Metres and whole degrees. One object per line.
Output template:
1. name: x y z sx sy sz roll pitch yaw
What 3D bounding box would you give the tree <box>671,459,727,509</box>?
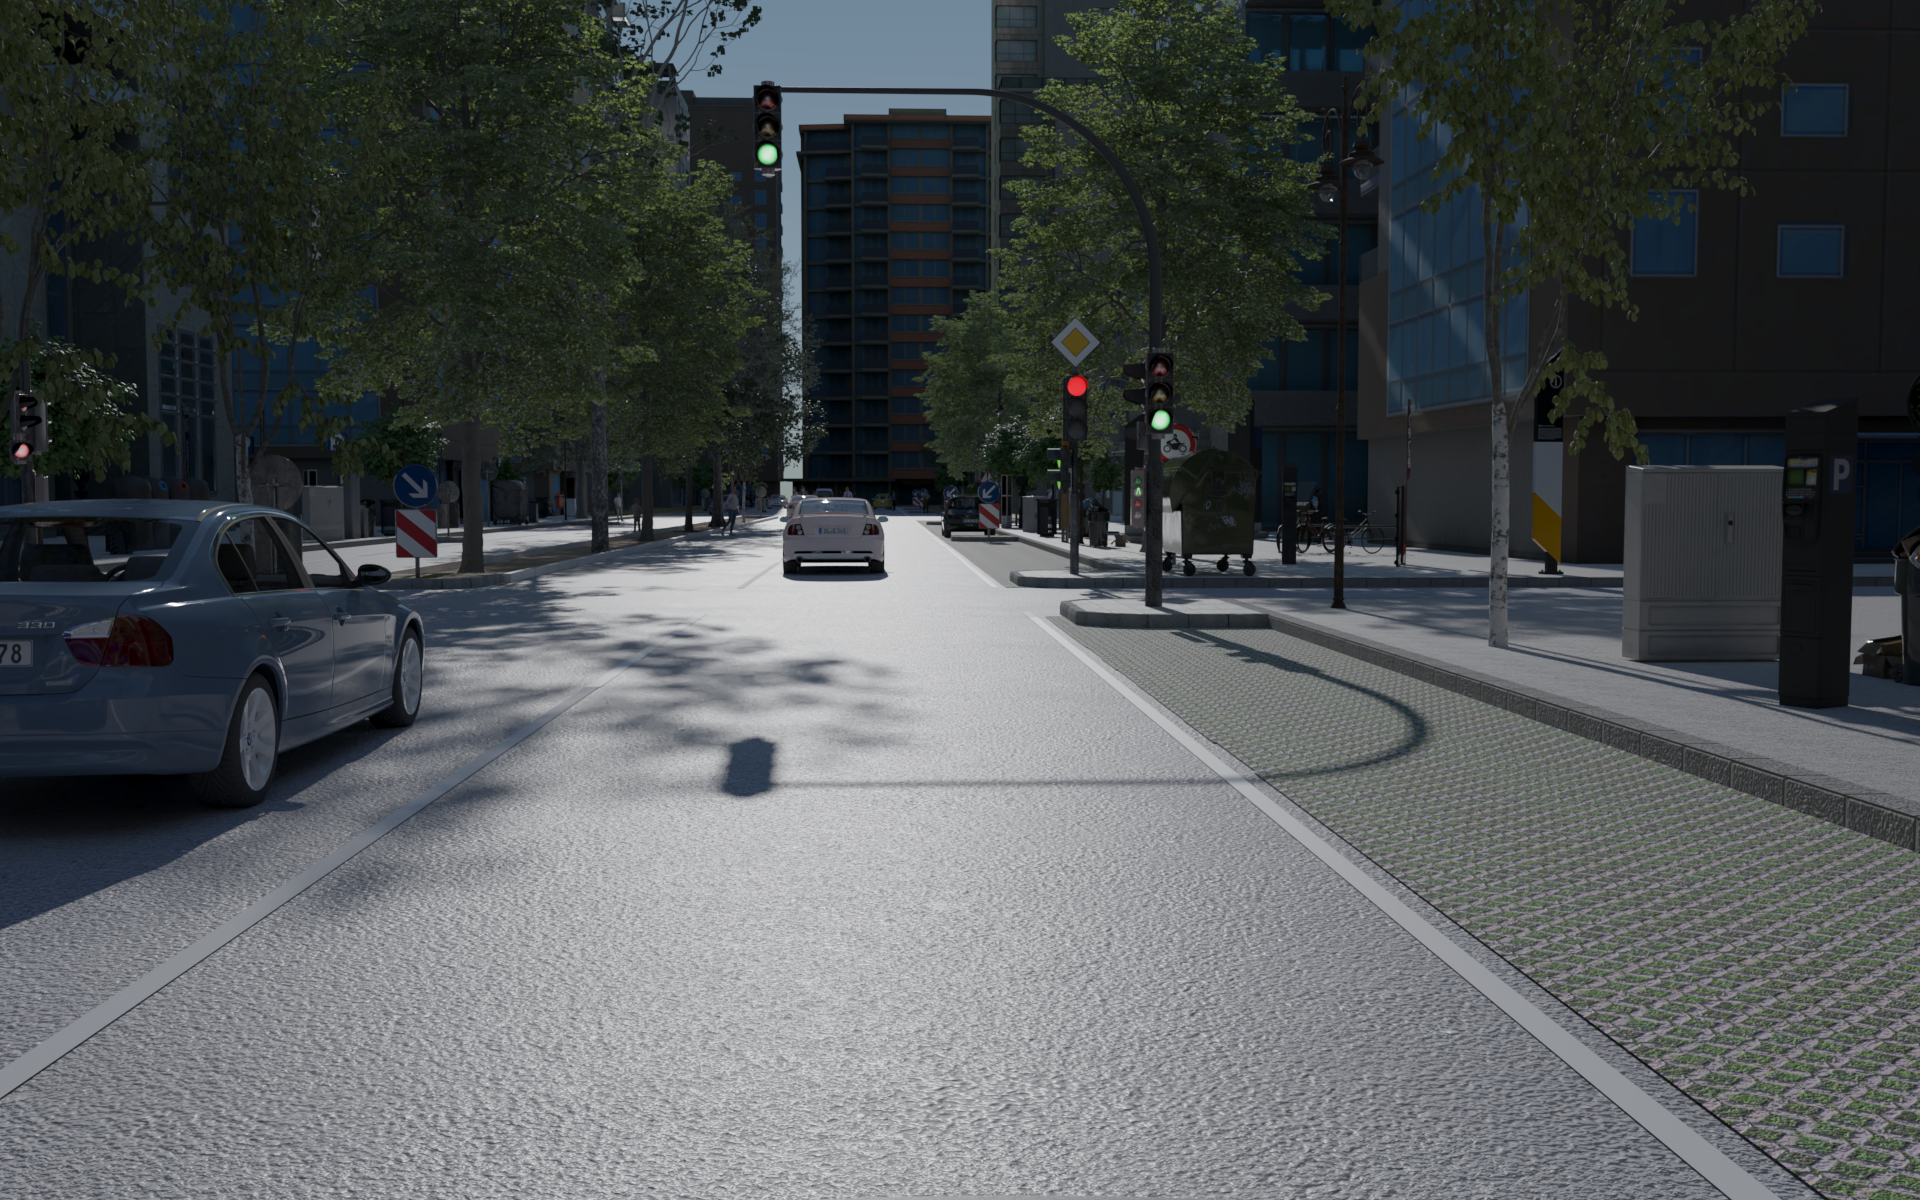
1. tree: -23.240 -10.163 149.874 4.285 4.588 4.351 0 3 0

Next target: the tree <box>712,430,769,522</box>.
1. tree: -10.959 -8.241 87.568 4.360 8.622 3.978 0 3 0

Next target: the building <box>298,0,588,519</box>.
1. building: -31.254 -28.008 108.038 14.600 45.320 14.200 0 4 -3

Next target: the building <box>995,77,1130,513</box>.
1. building: 9.394 -21.544 123.943 14.160 30.474 14.107 0 4 -3

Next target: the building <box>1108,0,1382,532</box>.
1. building: 18.284 -27.574 70.436 23.786 49.044 30.456 0 4 -3

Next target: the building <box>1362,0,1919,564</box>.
1. building: 17.668 -23.672 37.142 14.200 45.320 14.600 0 4 -3

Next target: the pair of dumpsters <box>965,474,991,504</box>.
1. pair of dumpsters: 1.164 -5.228 87.967 1.574 2.255 4.437 0 4 -3

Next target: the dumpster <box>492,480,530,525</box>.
1. dumpster: -18.569 -4.024 71.555 1.264 1.857 1.865 0 4 -3

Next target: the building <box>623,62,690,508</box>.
1. building: -33.266 -29.555 166.820 14.086 41.232 14.154 0 4 -3

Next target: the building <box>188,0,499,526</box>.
1. building: -28.125 -25.913 73.788 14.600 45.320 14.200 0 4 -3

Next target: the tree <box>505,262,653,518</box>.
1. tree: -19.915 -11.285 91.165 9.857 13.997 8.962 0 3 0

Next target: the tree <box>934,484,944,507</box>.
1. tree: -1.941 -11.161 177.077 1.663 3.219 1.824 0 3 0

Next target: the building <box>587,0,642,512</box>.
1. building: -36.920 -31.231 130.242 23.786 49.044 30.456 0 4 -3

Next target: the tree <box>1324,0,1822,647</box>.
1. tree: 4.708 -3.903 14.169 4.737 8.622 4.395 0 3 0

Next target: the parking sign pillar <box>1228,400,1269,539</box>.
1. parking sign pillar: 8.266 -3.782 50.310 1.447 3.967 1.447 -1 4 -20

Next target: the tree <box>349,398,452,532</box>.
1. tree: -19.175 -4.629 59.396 4.285 4.588 4.351 0 3 0

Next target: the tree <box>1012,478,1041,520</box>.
1. tree: 3.124 -5.555 85.430 1.663 3.219 1.824 0 3 0

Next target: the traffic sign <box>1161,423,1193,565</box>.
1. traffic sign: 3.881 -1.911 31.344 0.768 2.556 0.104 0 4 3

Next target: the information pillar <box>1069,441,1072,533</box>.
1. information pillar: 3.524 -3.927 55.559 0.183 3.616 0.504 -1 4 -19

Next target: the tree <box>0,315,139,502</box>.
1. tree: -16.981 -2.935 31.703 4.285 4.588 4.351 0 3 0

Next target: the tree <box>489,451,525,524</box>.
1. tree: -19.224 -4.836 73.675 1.663 3.219 1.824 0 3 0

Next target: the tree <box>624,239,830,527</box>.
1. tree: -10.541 -9.520 75.110 9.611 12.733 9.660 0 3 0

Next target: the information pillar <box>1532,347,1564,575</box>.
1. information pillar: 9.380 -2.217 27.596 0.504 3.616 0.183 -1 4 -12

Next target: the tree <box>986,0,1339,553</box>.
1. tree: 4.597 -7.307 37.599 7.486 12.596 7.792 0 3 0

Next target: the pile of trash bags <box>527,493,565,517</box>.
1. pile of trash bags: -24.075 -5.497 99.620 1.912 1.369 3.447 2 4 31

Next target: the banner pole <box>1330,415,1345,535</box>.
1. banner pole: 11.800 -3.898 53.753 0.401 3.779 0.863 0 4 -6

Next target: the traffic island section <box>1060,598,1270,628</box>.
1. traffic island section: 2.226 0.151 19.815 2.009 0.180 2.903 0 4 -3

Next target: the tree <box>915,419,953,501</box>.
1. tree: -1.554 -12.170 149.348 4.360 8.622 3.978 0 3 0

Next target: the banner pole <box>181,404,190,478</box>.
1. banner pole: -21.326 -3.532 47.766 0.401 3.779 0.863 -3 4 -36

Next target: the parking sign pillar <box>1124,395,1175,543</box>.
1. parking sign pillar: 5.032 -3.506 45.803 1.447 3.967 1.447 1 4 17

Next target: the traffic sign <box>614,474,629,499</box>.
1. traffic sign: -19.821 -6.203 101.425 0.884 2.594 0.081 0 4 -1

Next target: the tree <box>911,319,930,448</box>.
1. tree: 1.139 -10.897 96.292 7.486 12.596 7.792 0 3 0

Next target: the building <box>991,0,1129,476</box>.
1. building: 9.371 -27.776 137.734 14.154 41.232 14.086 0 4 -3

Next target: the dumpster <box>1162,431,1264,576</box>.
1. dumpster: 3.946 -1.543 27.719 1.502 2.255 1.985 0 4 -3

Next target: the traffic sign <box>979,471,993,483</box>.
1. traffic sign: 1.352 -5.201 85.040 0.884 2.594 0.081 0 4 6

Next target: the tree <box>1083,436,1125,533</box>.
1. tree: 4.756 -3.820 57.065 1.663 3.219 1.824 0 3 0

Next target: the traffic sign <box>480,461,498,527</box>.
1. traffic sign: -18.405 -4.123 67.525 0.768 2.556 0.104 0 4 1

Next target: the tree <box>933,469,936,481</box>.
1. tree: -0.499 -9.215 134.370 4.285 4.588 4.351 0 3 0

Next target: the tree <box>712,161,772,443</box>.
1. tree: -9.643 -8.083 52.746 7.486 12.596 7.792 0 3 0

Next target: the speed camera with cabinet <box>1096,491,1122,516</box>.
1. speed camera with cabinet: 9.060 -6.590 102.078 2.038 3.252 0.660 2 4 25

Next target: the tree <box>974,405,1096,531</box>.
1. tree: 3.609 -4.736 61.144 4.285 4.588 4.351 0 3 0

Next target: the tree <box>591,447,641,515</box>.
1. tree: -21.611 -7.624 108.366 4.285 4.588 4.351 0 3 0

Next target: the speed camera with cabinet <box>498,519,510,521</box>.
1. speed camera with cabinet: -22.183 -5.492 84.129 0.660 3.252 2.038 -1 4 -16

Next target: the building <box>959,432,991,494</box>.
1. building: 11.767 -51.781 159.297 22.319 86.520 31.000 0 4 -3

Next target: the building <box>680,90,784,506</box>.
1. building: -27.380 -33.366 195.643 14.200 45.320 14.600 0 4 -3

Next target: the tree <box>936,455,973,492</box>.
1. tree: 2.177 -5.231 69.236 4.285 4.588 4.351 0 3 0

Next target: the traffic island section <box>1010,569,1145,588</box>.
1. traffic island section: 1.857 -0.337 27.791 2.009 0.180 2.903 0 4 -3

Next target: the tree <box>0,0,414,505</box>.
1. tree: -7.538 -3.987 18.013 4.737 8.622 4.395 0 3 0

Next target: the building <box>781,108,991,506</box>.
1. building: -5.618 -33.336 199.665 28.867 44.769 22.147 0 4 -3

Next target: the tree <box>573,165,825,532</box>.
1. tree: -10.094 -9.259 64.204 12.009 13.543 11.850 0 3 0

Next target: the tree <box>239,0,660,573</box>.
1. tree: -8.696 -6.722 30.487 7.486 12.596 7.792 0 3 0

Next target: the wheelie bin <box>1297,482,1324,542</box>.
1. wheelie bin: 9.252 -2.339 46.146 0.693 1.594 0.980 -3 4 -38

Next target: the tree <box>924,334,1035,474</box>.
1. tree: 1.264 -11.252 109.731 9.928 11.665 9.643 0 3 0

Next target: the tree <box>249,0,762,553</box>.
1. tree: -10.013 -11.254 42.357 12.611 20.169 13.585 0 3 0

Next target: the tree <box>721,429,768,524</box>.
1. tree: -10.844 -7.958 82.928 4.737 8.622 4.395 0 3 0

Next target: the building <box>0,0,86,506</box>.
1. building: -33.610 -44.589 41.702 22.319 86.520 31.000 0 4 -3
